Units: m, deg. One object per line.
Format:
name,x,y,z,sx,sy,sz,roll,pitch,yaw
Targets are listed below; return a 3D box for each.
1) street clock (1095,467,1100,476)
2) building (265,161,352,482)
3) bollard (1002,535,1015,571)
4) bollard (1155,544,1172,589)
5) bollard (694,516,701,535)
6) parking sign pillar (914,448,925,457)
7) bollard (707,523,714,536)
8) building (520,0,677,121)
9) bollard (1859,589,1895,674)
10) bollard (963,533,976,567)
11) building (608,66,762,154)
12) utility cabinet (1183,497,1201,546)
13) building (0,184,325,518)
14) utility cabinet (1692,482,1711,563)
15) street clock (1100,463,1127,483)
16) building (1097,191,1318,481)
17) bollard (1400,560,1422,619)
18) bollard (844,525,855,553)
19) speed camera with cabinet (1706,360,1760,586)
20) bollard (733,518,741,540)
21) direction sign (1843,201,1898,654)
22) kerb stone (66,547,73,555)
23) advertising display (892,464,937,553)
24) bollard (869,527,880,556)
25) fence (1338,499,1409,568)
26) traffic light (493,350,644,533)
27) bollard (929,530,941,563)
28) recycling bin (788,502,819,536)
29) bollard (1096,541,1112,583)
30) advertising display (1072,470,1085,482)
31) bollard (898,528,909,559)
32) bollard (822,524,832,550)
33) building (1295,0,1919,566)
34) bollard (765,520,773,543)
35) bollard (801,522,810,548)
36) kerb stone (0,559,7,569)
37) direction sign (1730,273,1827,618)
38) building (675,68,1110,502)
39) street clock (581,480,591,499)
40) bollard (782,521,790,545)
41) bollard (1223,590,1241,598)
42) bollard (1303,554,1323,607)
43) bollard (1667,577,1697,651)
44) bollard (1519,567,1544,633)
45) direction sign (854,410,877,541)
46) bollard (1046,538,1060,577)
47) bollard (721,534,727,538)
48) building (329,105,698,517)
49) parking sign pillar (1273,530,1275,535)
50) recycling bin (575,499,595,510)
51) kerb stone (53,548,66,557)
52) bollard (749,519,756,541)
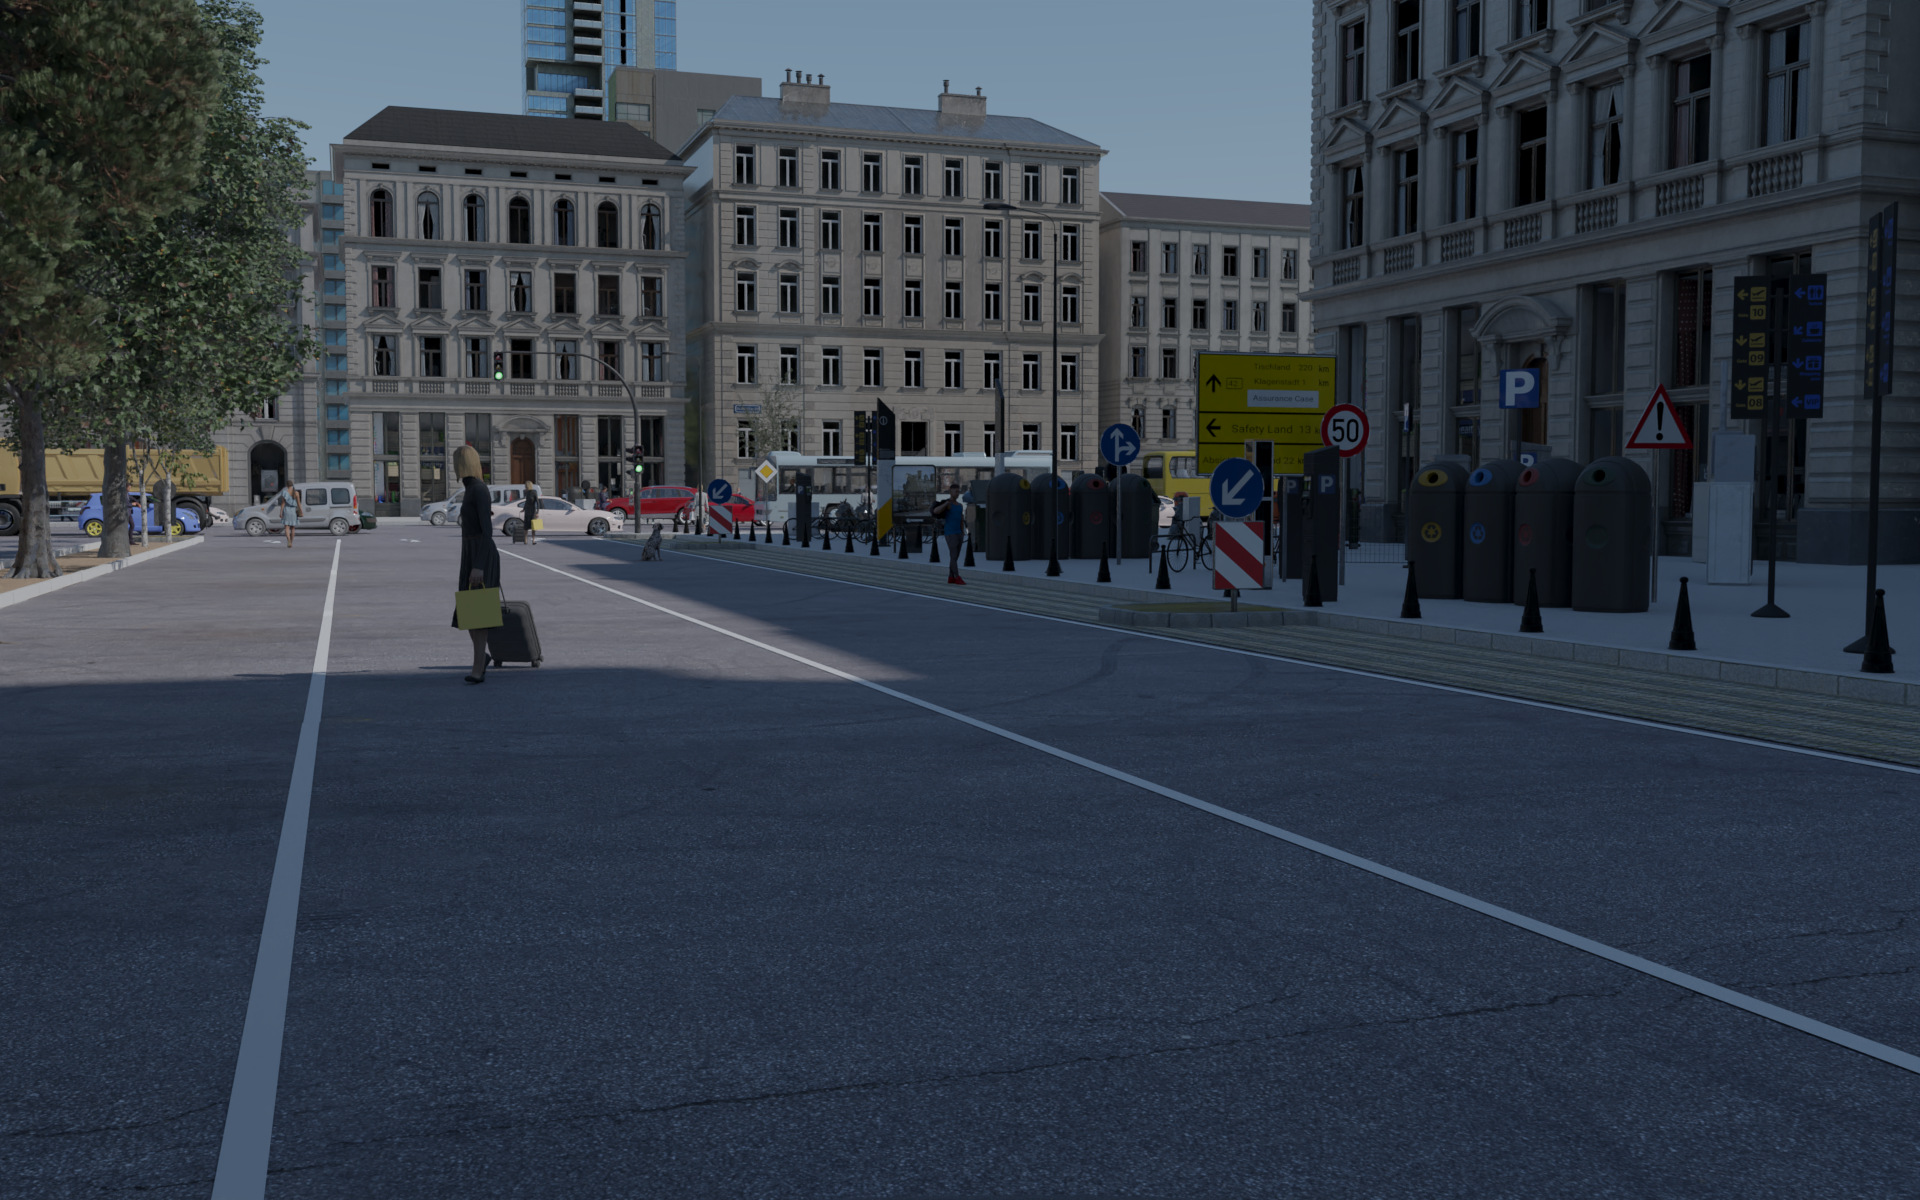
street clock,3.690,-2.521,45.795,0.358,2.002,0.471,1,4,9
building,-97.246,-38.606,250.811,30.456,49.044,23.786,-1,4,-19
bollard,0.813,-0.782,28.819,0.229,0.601,0.229,0,3,0
bollard,2.744,-0.449,23.376,0.229,0.601,0.229,0,3,0
bollard,-8.224,-2.340,54.304,0.229,0.601,0.229,0,3,0
parking sign pillar,-2.647,-6.862,100.657,1.447,3.967,1.447,-3,5,-43
bollard,-7.576,-2.229,52.484,0.229,0.601,0.229,0,3,0
building,-54.512,-58.261,265.240,31.000,86.520,22.319,-1,4,-19
bollard,6.613,0.219,12.468,0.229,0.601,0.229,0,3,0
bollard,0.168,-0.892,30.633,0.229,0.601,0.229,0,3,0
building,-27.683,-29.825,171.227,14.154,41.232,14.086,-1,4,-19
utility cabinet,5.817,-1.983,43.586,0.306,1.237,1.020,0,4,-1
building,-47.651,-15.491,95.074,24.055,21.916,13.314,-1,4,-19
utility cabinet,13.900,-1.415,31.807,0.318,1.500,1.173,0,4,-4
street clock,3.362,-2.012,37.458,0.471,2.002,0.358,-1,4,-8
building,16.878,-16.329,116.137,18.267,20.994,9.793,-1,4,-19
bollard,4.672,-0.115,17.926,0.229,0.601,0.229,0,3,0
bollard,-2.422,-1.339,37.936,0.229,0.601,0.229,0,3,0
speed camera with cabinet,11.188,-1.878,25.038,0.660,3.252,2.038,2,4,26
bollard,-6.289,-2.006,48.843,0.229,0.601,0.229,0,3,0
direction sign,7.358,-1.340,13.909,0.379,3.537,0.876,1,4,17
kerb stone,-21.010,-1.127,40.628,0.120,0.150,1.000,-1,4,-19
advertising display,-0.997,-1.983,37.637,0.974,1.923,0.123,0,4,2
bollard,-1.776,-1.228,36.122,0.229,0.601,0.229,0,3,0
fence,6.801,-1.176,30.424,2.264,1.192,0.480,1,4,16
traffic light,-12.488,-4.947,55.554,4.771,5.953,1.251,-1,4,-19
bollard,-0.473,-1.004,32.451,0.229,0.601,0.229,0,3,0
recycling bin,-4.840,-2.512,53.623,0.722,1.027,0.722,3,5,42
bollard,2.097,-0.560,25.189,0.229,0.601,0.229,0,3,0
advertising display,3.233,-2.582,47.423,0.123,1.923,0.974,-1,4,-10
bollard,-1.122,-1.115,34.277,0.229,0.601,0.229,0,3,0
bollard,-3.060,-1.450,39.754,0.229,0.601,0.229,0,3,0
building,17.347,-12.948,40.571,11.050,23.489,19.941,-1,4,-19
bollard,-4.992,-1.783,45.197,0.229,0.601,0.229,0,3,0
bollard,-3.708,-1.561,41.567,0.229,0.601,0.229,0,3,0
kerb stone,-18.598,-0.711,33.841,0.120,0.150,1.000,-1,4,-19
direction sign,8.467,-1.589,17.984,0.876,3.537,0.379,1,4,16
building,-4.619,-19.053,108.775,25.104,27.353,12.463,-1,4,-19
street clock,-19.821,-5.334,91.777,0.471,2.002,0.358,2,4,29
bollard,-4.353,-1.672,43.381,0.229,0.601,0.229,0,3,0
bollard,3.386,-0.337,21.558,0.229,0.601,0.229,0,3,0
bollard,4.031,-0.226,19.744,0.229,0.601,0.229,0,3,0
bollard,5.966,0.107,14.288,0.229,0.601,0.229,0,3,0
bollard,5.318,-0.004,16.100,0.229,0.601,0.229,0,3,0
direction sign,-2.472,-3.368,47.063,0.876,3.537,0.379,1,4,22
bollard,1.456,-0.671,27.005,0.229,0.601,0.229,0,3,0
bollard,-6.929,-2.117,50.659,0.229,0.601,0.229,0,3,0
building,-26.318,-16.707,102.032,19.941,23.489,11.050,-1,4,-19
parking sign pillar,9.213,-4.034,54.424,1.447,3.967,1.447,1,4,9
recycling bin,-18.201,-4.380,84.168,0.722,1.027,0.722,3,5,43
kerb stone,-20.666,-1.068,39.661,0.120,0.150,1.000,-1,4,-19
bollard,-5.636,-1.894,47.012,0.229,0.601,0.229,0,3,0
